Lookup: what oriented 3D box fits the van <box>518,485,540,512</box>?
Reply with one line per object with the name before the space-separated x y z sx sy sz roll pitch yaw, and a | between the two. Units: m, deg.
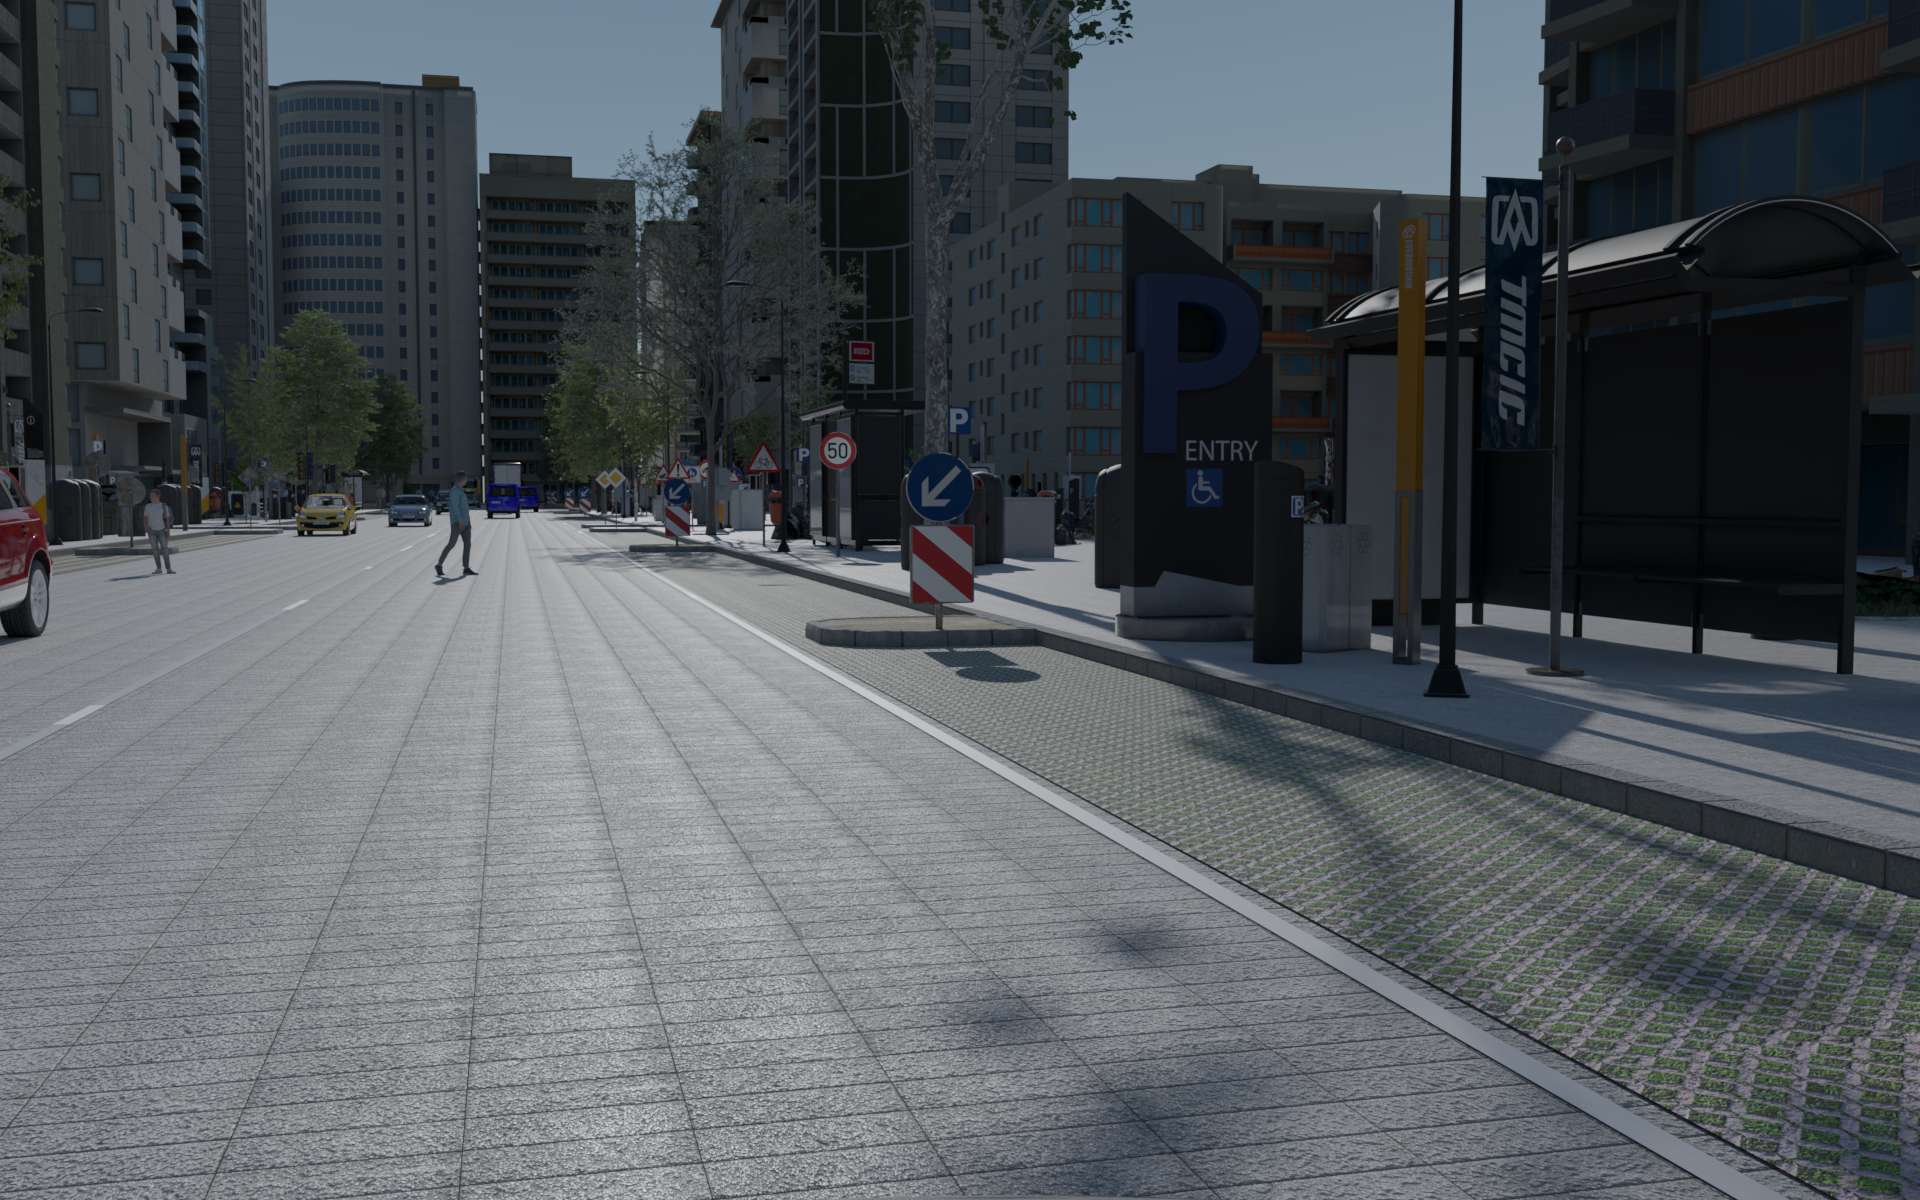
van | -34.698 -8.191 138.299 2.240 2.365 5.245 -1 4 -16

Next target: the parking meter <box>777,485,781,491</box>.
parking meter | -11.841 -6.617 113.903 0.399 1.863 0.255 2 4 32

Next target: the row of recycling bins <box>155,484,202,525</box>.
row of recycling bins | -32.839 -4.011 72.698 1.069 1.692 3.534 0 4 -4

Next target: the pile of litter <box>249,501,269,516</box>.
pile of litter | -41.362 -5.390 102.087 1.176 0.858 1.719 0 4 -4

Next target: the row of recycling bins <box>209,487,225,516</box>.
row of recycling bins | -44.022 -5.773 101.497 1.069 1.692 3.534 1 4 22

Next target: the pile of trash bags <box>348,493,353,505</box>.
pile of trash bags | -46.477 -7.274 128.684 1.912 1.369 3.447 2 4 32

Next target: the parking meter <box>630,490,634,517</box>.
parking meter | -18.510 -5.482 98.040 0.372 1.533 0.369 0 3 0

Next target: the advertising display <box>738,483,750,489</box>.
advertising display | -12.557 -5.903 101.721 0.974 1.923 0.123 0 4 7

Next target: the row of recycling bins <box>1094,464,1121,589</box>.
row of recycling bins | 3.203 -1.076 24.706 3.534 1.692 1.069 -3 5 -44

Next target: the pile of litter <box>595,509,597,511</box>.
pile of litter | -27.355 -7.258 132.626 1.176 0.858 1.719 2 4 33

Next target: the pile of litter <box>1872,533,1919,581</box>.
pile of litter | 12.589 -0.548 22.933 1.719 0.858 1.176 0 4 -5

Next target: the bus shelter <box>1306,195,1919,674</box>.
bus shelter | 5.019 -1.255 14.445 2.014 3.302 5.546 -1 4 -14

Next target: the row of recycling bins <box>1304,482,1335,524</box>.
row of recycling bins | 13.569 -3.255 60.334 3.534 1.692 1.069 -1 4 -17

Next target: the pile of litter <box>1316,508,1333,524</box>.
pile of litter | 10.854 -2.349 52.374 1.719 0.858 1.176 1 4 17

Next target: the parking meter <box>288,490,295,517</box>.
parking meter | -37.749 -5.468 97.819 0.372 1.533 0.369 0 3 0

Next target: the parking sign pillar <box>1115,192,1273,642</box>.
parking sign pillar | 2.131 -1.659 15.599 1.447 3.967 1.447 -1 4 -12

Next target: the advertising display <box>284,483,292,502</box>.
advertising display | -38.453 -5.698 98.377 0.974 1.923 0.123 0 4 0

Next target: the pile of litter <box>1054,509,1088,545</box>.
pile of litter | 2.193 -1.839 44.040 1.719 0.858 1.176 2 4 23

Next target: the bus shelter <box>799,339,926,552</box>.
bus shelter | -2.627 -3.982 42.735 2.179 5.291 8.768 -1 4 -14

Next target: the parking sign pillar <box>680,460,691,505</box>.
parking sign pillar | -21.603 -9.143 137.964 1.447 3.967 1.447 -1 4 -22

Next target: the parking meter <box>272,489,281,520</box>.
parking meter | -34.056 -4.763 86.288 0.372 1.533 0.369 0 3 0

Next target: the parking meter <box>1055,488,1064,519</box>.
parking meter | 3.893 -3.626 67.703 0.372 1.533 0.369 0 3 0

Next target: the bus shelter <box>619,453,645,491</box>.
bus shelter | -26.365 -9.815 138.107 2.179 5.291 8.768 -1 4 -14

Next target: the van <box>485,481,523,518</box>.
van | -27.370 -6.088 103.923 2.240 2.365 5.245 -1 4 -13

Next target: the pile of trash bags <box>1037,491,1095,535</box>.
pile of trash bags | 4.088 -2.724 54.287 3.447 1.369 1.912 0 4 0

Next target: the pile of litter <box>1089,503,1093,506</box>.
pile of litter | 6.046 -4.073 80.566 1.719 0.858 1.176 0 4 -6

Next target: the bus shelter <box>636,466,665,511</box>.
bus shelter | -22.618 -8.150 127.171 2.014 3.302 5.546 -1 4 -15

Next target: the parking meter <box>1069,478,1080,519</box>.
parking meter | 4.254 -3.601 64.591 0.255 1.863 0.399 -2 4 -33

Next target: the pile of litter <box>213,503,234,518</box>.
pile of litter | -39.829 -4.856 93.357 1.176 0.858 1.719 1 4 18

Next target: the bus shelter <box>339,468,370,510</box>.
bus shelter | -48.556 -8.874 139.011 2.014 3.302 5.546 -1 4 -15

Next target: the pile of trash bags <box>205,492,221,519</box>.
pile of trash bags | -39.300 -4.865 89.294 1.912 1.369 3.447 1 4 12

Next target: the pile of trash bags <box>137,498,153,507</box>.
pile of trash bags | -48.797 -5.750 103.766 3.447 1.369 1.912 0 4 -5

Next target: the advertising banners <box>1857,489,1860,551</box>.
advertising banners | 12.393 -1.809 25.768 0.090 3.025 2.074 -2 4 -30

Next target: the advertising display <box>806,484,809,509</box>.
advertising display | -10.110 -6.439 110.497 0.974 1.923 0.123 1 4 14

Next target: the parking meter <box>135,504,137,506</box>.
parking meter | -29.368 -3.238 61.344 0.372 1.533 0.369 0 3 0

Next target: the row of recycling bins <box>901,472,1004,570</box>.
row of recycling bins | -0.140 -1.443 30.701 1.069 1.692 3.534 1 4 21

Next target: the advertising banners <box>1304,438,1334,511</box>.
advertising banners | 11.665 -3.719 56.988 0.090 3.025 2.074 -1 4 -23

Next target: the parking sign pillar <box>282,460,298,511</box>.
parking sign pillar | -51.667 -8.852 133.201 1.447 3.967 1.447 -3 5 -44

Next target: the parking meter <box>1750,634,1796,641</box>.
parking meter | 7.201 -0.421 15.288 0.372 1.533 0.369 0 3 0

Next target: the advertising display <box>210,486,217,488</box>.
advertising display | -58.912 -8.049 136.817 0.123 1.923 0.974 0 4 2

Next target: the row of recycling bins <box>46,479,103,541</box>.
row of recycling bins | -24.732 -2.531 48.496 1.069 1.692 3.534 -1 4 -15

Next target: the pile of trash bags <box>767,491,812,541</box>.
pile of trash bags | -4.530 -2.405 49.067 1.912 1.369 3.447 1 4 19

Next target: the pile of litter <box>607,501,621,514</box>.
pile of litter | -22.179 -6.035 112.634 1.719 0.858 1.176 1 4 21

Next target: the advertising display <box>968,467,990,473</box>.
advertising display | 0.214 -2.172 40.731 0.974 1.923 0.123 0 4 -2

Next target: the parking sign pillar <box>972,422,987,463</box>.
parking sign pillar | 0.739 -4.624 64.079 1.447 3.967 1.447 0 4 7

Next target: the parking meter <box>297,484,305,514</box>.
parking meter | -36.511 -5.528 96.087 0.255 1.863 0.399 3 4 38

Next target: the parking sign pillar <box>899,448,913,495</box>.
parking sign pillar | -2.977 -6.530 95.233 1.447 3.967 1.447 -3 4 -36

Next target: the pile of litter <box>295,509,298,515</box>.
pile of litter | -42.027 -5.725 107.563 1.719 0.858 1.176 1 4 20

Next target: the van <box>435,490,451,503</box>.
van | -50.769 -10.018 170.801 2.013 2.044 4.112 -1 4 -16

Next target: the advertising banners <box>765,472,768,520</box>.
advertising banners | -9.739 -5.504 86.172 0.090 3.025 2.074 0 4 5

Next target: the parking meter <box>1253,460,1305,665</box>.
parking meter | 2.421 -0.291 13.162 0.372 1.533 0.369 0 3 0

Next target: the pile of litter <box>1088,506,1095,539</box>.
pile of litter | 3.334 -2.176 49.544 1.176 0.858 1.719 2 4 33

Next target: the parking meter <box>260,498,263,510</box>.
parking meter | -55.618 -8.082 137.846 0.399 1.863 0.255 1 4 10
